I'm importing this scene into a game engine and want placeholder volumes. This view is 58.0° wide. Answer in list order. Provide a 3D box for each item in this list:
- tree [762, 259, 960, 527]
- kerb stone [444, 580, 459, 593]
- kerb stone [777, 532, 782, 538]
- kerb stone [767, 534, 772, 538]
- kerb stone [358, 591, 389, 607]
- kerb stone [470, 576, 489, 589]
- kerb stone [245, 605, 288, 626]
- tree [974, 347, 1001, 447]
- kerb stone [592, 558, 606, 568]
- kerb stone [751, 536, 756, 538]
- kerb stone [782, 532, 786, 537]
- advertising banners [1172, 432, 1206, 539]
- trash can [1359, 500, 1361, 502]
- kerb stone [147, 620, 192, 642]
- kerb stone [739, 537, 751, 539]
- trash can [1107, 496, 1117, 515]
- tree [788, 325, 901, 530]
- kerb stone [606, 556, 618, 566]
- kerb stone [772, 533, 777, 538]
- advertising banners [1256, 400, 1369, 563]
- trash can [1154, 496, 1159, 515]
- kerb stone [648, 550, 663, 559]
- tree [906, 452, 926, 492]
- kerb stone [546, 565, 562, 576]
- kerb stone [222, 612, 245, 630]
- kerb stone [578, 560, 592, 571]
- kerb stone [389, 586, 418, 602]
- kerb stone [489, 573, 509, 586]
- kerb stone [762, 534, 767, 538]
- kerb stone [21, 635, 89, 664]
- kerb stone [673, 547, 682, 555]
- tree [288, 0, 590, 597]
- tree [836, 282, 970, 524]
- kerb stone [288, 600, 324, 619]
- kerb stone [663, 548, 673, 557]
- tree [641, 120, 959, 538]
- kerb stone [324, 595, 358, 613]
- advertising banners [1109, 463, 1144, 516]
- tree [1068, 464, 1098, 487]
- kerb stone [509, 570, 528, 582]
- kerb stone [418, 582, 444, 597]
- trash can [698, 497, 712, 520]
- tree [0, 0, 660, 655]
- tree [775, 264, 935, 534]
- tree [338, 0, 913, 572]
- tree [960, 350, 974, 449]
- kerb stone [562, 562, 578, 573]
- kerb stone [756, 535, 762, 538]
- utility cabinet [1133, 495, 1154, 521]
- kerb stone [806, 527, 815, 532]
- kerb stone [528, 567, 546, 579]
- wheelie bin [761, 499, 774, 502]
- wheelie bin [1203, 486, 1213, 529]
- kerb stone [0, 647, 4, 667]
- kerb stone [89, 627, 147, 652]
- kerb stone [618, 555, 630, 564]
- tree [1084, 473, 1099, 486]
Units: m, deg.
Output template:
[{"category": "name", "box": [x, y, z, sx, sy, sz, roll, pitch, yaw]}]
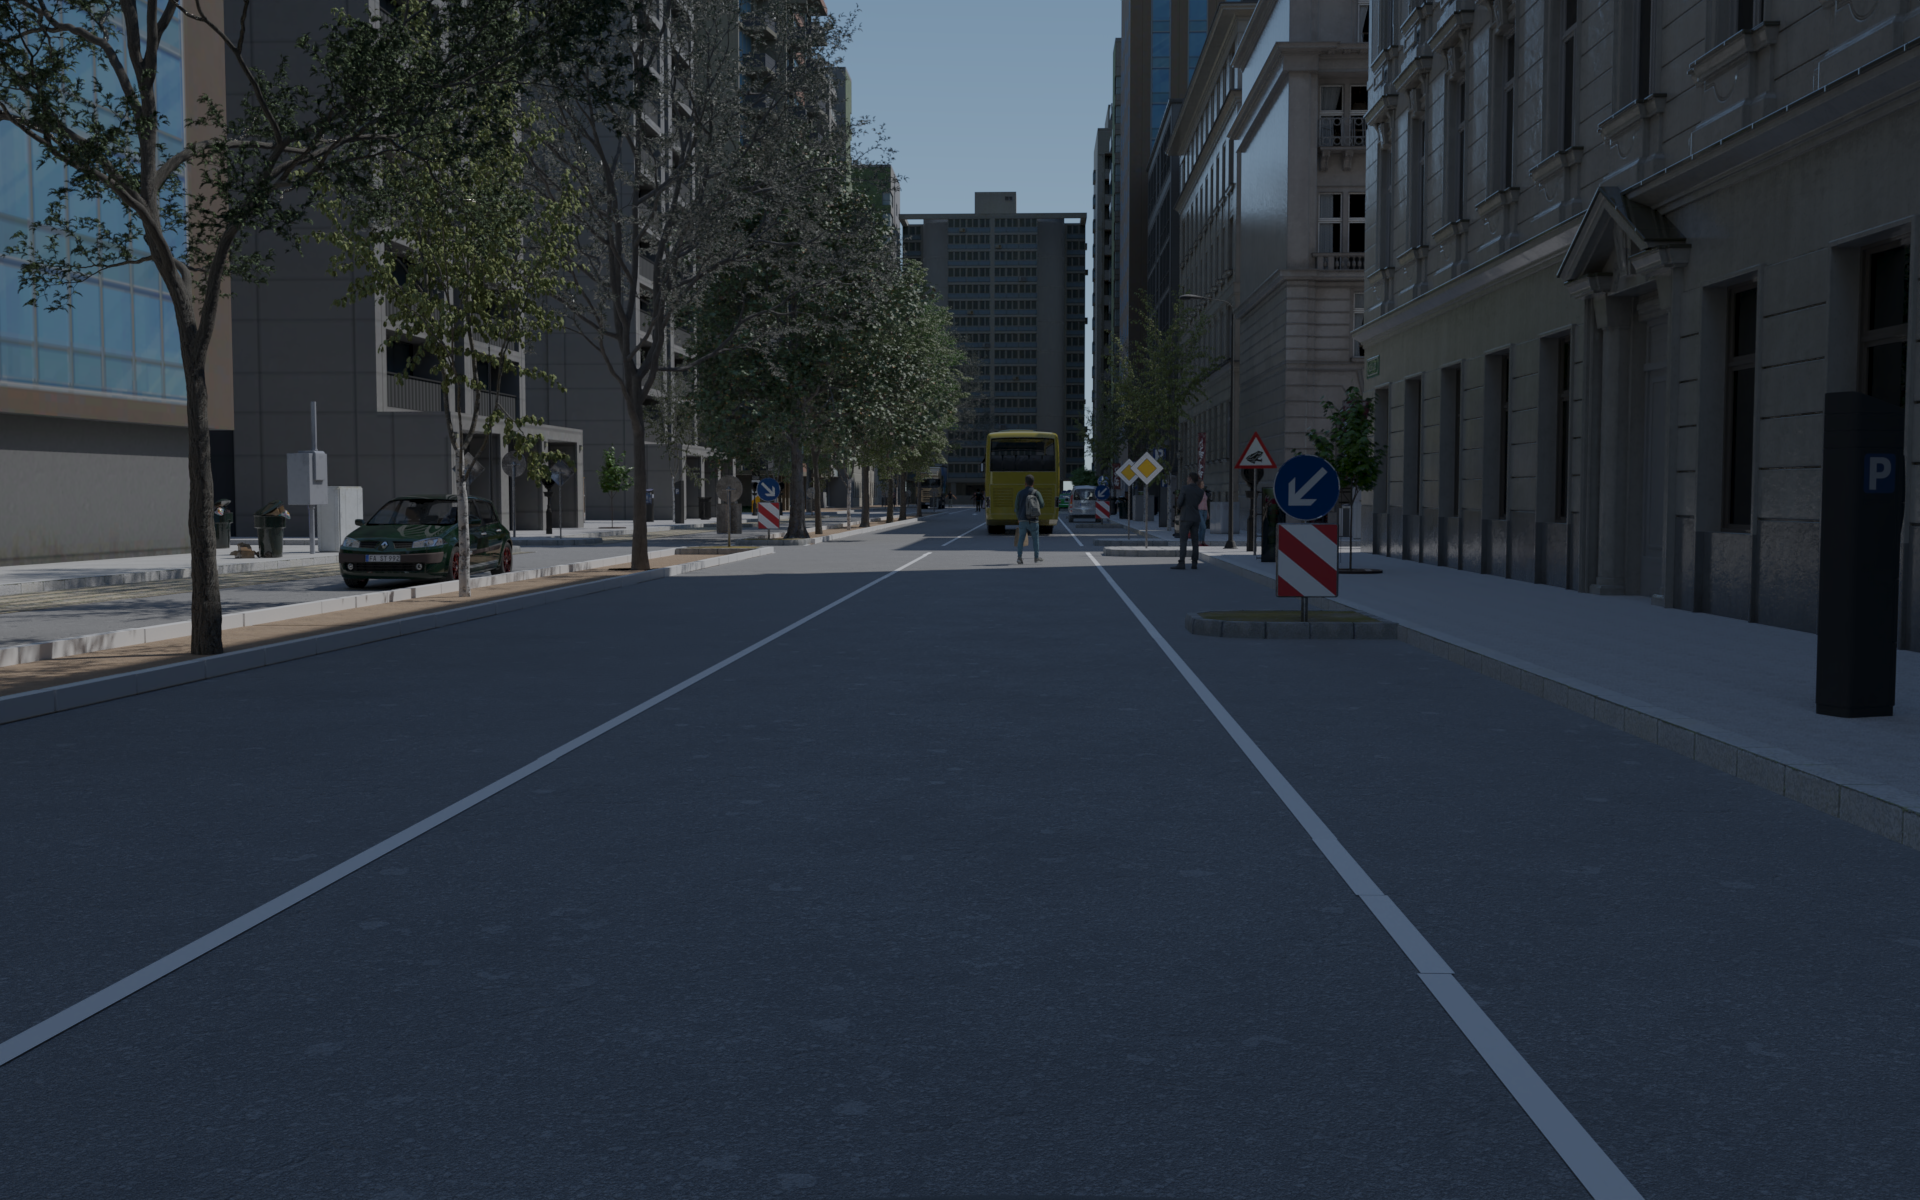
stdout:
[{"category": "tree", "box": [-4.160, -9.410, 74.439, 7.486, 12.596, 7.792, 0, 3, 0]}, {"category": "kerb stone", "box": [-7.450, -0.188, 25.263, 0.120, 0.150, 1.000, 0, 4, 3]}, {"category": "kerb stone", "box": [-6.033, -2.099, 56.518, 0.120, 0.150, 1.000, 0, 4, 3]}, {"category": "kerb stone", "box": [-6.126, -1.969, 54.471, 0.120, 0.150, 1.000, 0, 4, 3]}, {"category": "kerb stone", "box": [-7.591, 0.001, 22.192, 0.120, 0.150, 1.000, 0, 4, 3]}, {"category": "kerb stone", "box": [-7.402, -0.249, 26.289, 0.120, 0.150, 1.000, 0, 4, 3]}, {"category": "kerb stone", "box": [-7.727, 0.188, 19.125, 0.120, 0.150, 1.000, 0, 4, 3]}, {"category": "tree", "box": [-2.533, -11.938, 108.018, 12.009, 13.543, 11.850, 0, 3, 0]}, {"category": "kerb stone", "box": [-7.082, -0.689, 33.460, 0.120, 0.150, 1.000, 0, 4, 3]}, {"category": "kerb stone", "box": [-6.264, -1.786, 51.398, 0.120, 0.150, 1.000, 0, 4, 3]}, {"category": "kerb stone", "box": [-5.983, -2.162, 57.546, 0.120, 0.150, 1.000, 0, 4, 3]}, {"category": "advertising banners", "box": [6.586, -3.274, 49.711, 0.090, 3.025, 2.074, -1, 4, -18]}, {"category": "trash can", "box": [9.826, -1.796, 41.026, 0.748, 1.137, 0.748, 0, 3, 0]}, {"category": "kerb stone", "box": [-7.827, 0.320, 17.069, 0.120, 0.150, 1.000, 0, 4, 3]}, {"category": "kerb stone", "box": [-6.301, -1.722, 50.376, 0.120, 0.150, 1.000, 0, 4, 3]}, {"category": "trash can", "box": [9.352, -5.794, 106.384, 0.748, 1.137, 0.748, 0, 3, 0]}, {"category": "tree", "box": [-4.403, -7.074, 68.484, 4.360, 8.622, 3.978, 0, 3, 0]}, {"category": "kerb stone", "box": [-7.038, -0.750, 34.486, 0.120, 0.150, 1.000, 0, 4, 3]}, {"category": "kerb stone", "box": [-6.078, -2.036, 55.493, 0.120, 0.150, 1.000, 0, 4, 3]}, {"category": "advertising banners", "box": [6.600, -2.211, 32.341, 2.074, 3.025, 0.090, 1, 4, 10]}, {"category": "trash can", "box": [11.627, -5.677, 104.465, 0.748, 1.137, 0.748, 0, 3, 0]}, {"category": "kerb stone", "box": [-6.841, -1.003, 38.588, 0.120, 0.150, 1.000, 0, 4, 3]}, {"category": "tree", "box": [-3.274, -8.997, 99.923, 4.360, 8.622, 3.978, 0, 3, 0]}, {"category": "kerb stone", "box": [-7.226, -0.500, 30.394, 0.120, 0.150, 1.000, 0, 4, 3]}, {"category": "kerb stone", "box": [-7.783, 0.251, 18.099, 0.120, 0.150, 1.000, 0, 4, 3]}, {"category": "kerb stone", "box": [-7.127, -0.625, 32.439, 0.120, 0.150, 1.000, 0, 4, 3]}, {"category": "kerb stone", "box": [-7.544, -0.060, 23.213, 0.120, 0.150, 1.000, 0, 4, 3]}, {"category": "kerb stone", "box": [-7.364, -0.306, 27.316, 0.120, 0.150, 1.000, 0, 4, 3]}, {"category": "kerb stone", "box": [-6.170, -1.909, 53.450, 0.120, 0.150, 1.000, 0, 4, 3]}, {"category": "kerb stone", "box": [-7.912, 0.439, 15.023, 0.120, 0.150, 1.000, 0, 4, 3]}, {"category": "kerb stone", "box": [-6.755, -1.128, 40.632, 0.120, 0.150, 1.000, 0, 4, 3]}, {"category": "tree", "box": [-6.835, -4.323, 23.506, 4.737, 8.622, 4.395, 0, 3, 0]}, {"category": "tree", "box": [-3.307, -9.514, 83.768, 9.928, 11.665, 9.643, 0, 3, 0]}, {"category": "kerb stone", "box": [-7.692, 0.126, 20.146, 0.120, 0.150, 1.000, 0, 4, 3]}, {"category": "kerb stone", "box": [-6.794, -1.061, 39.609, 0.120, 0.150, 1.000, 0, 4, 3]}, {"category": "tree", "box": [-4.949, -8.134, 52.461, 9.611, 12.733, 9.660, 0, 3, 0]}, {"category": "kerb stone", "box": [-7.648, 0.063, 21.167, 0.120, 0.150, 1.000, 0, 4, 3]}, {"category": "advertising banners", "box": [9.585, -6.224, 97.947, 2.074, 3.025, 0.090, 1, 4, 18]}, {"category": "tree", "box": [14.270, -13.270, 200.683, 4.285, 4.588, 4.351, 0, 3, 0]}, {"category": "kerb stone", "box": [-7.314, -0.375, 28.344, 0.120, 0.150, 1.000, 0, 4, 3]}, {"category": "kerb stone", "box": [-7.494, -0.125, 24.233, 0.120, 0.150, 1.000, 0, 4, 3]}, {"category": "trash can", "box": [-12.657, -4.546, 85.984, 0.748, 1.137, 0.748, 0, 3, 0]}, {"category": "tree", "box": [-6.674, -4.807, 15.470, 8.767, 10.594, 7.601, 0, 4, 3]}, {"category": "tree", "box": [-4.949, -7.606, 61.225, 8.767, 10.594, 7.601, 0, 4, 3]}, {"category": "tree", "box": [-5.944, -7.276, 31.783, 12.009, 13.543, 11.850, 0, 3, 0]}, {"category": "tree", "box": [-3.145, -10.517, 92.531, 7.486, 12.596, 7.792, 0, 3, 0]}, {"category": "kerb stone", "box": [-7.168, -0.564, 31.415, 0.120, 0.150, 1.000, 0, 4, 3]}, {"category": "kerb stone", "box": [-6.218, -1.842, 52.429, 0.120, 0.150, 1.000, 0, 4, 3]}, {"category": "utility cabinet", "box": [8.672, -4.326, 81.885, 1.020, 1.237, 0.306, -2, 4, -24]}, {"category": "kerb stone", "box": [-5.656, -2.601, 64.727, 0.120, 0.150, 1.000, 0, 4, 3]}, {"category": "kerb stone", "box": [-7.265, -0.439, 29.373, 0.120, 0.150, 1.000, 0, 4, 3]}, {"category": "wheelie bin", "box": [-11.828, -6.008, 106.135, 0.980, 1.594, 0.693, 2, 4, 24]}, {"category": "wheelie bin", "box": [8.922, -3.435, 64.063, 0.693, 1.594, 0.980, -2, 4, -29]}, {"category": "kerb stone", "box": [-7.965, 0.501, 14.000, 0.120, 0.150, 1.000, 0, 4, 3]}, {"category": "kerb stone", "box": [-7.875, 0.376, 16.045, 0.120, 0.150, 1.000, 0, 4, 3]}, {"category": "kerb stone", "box": [-6.991, -0.814, 35.507, 0.120, 0.150, 1.000, 0, 4, 3]}, {"category": "tree", "box": [11.561, -9.387, 148.079, 1.663, 3.219, 1.824, 0, 3, 0]}]
